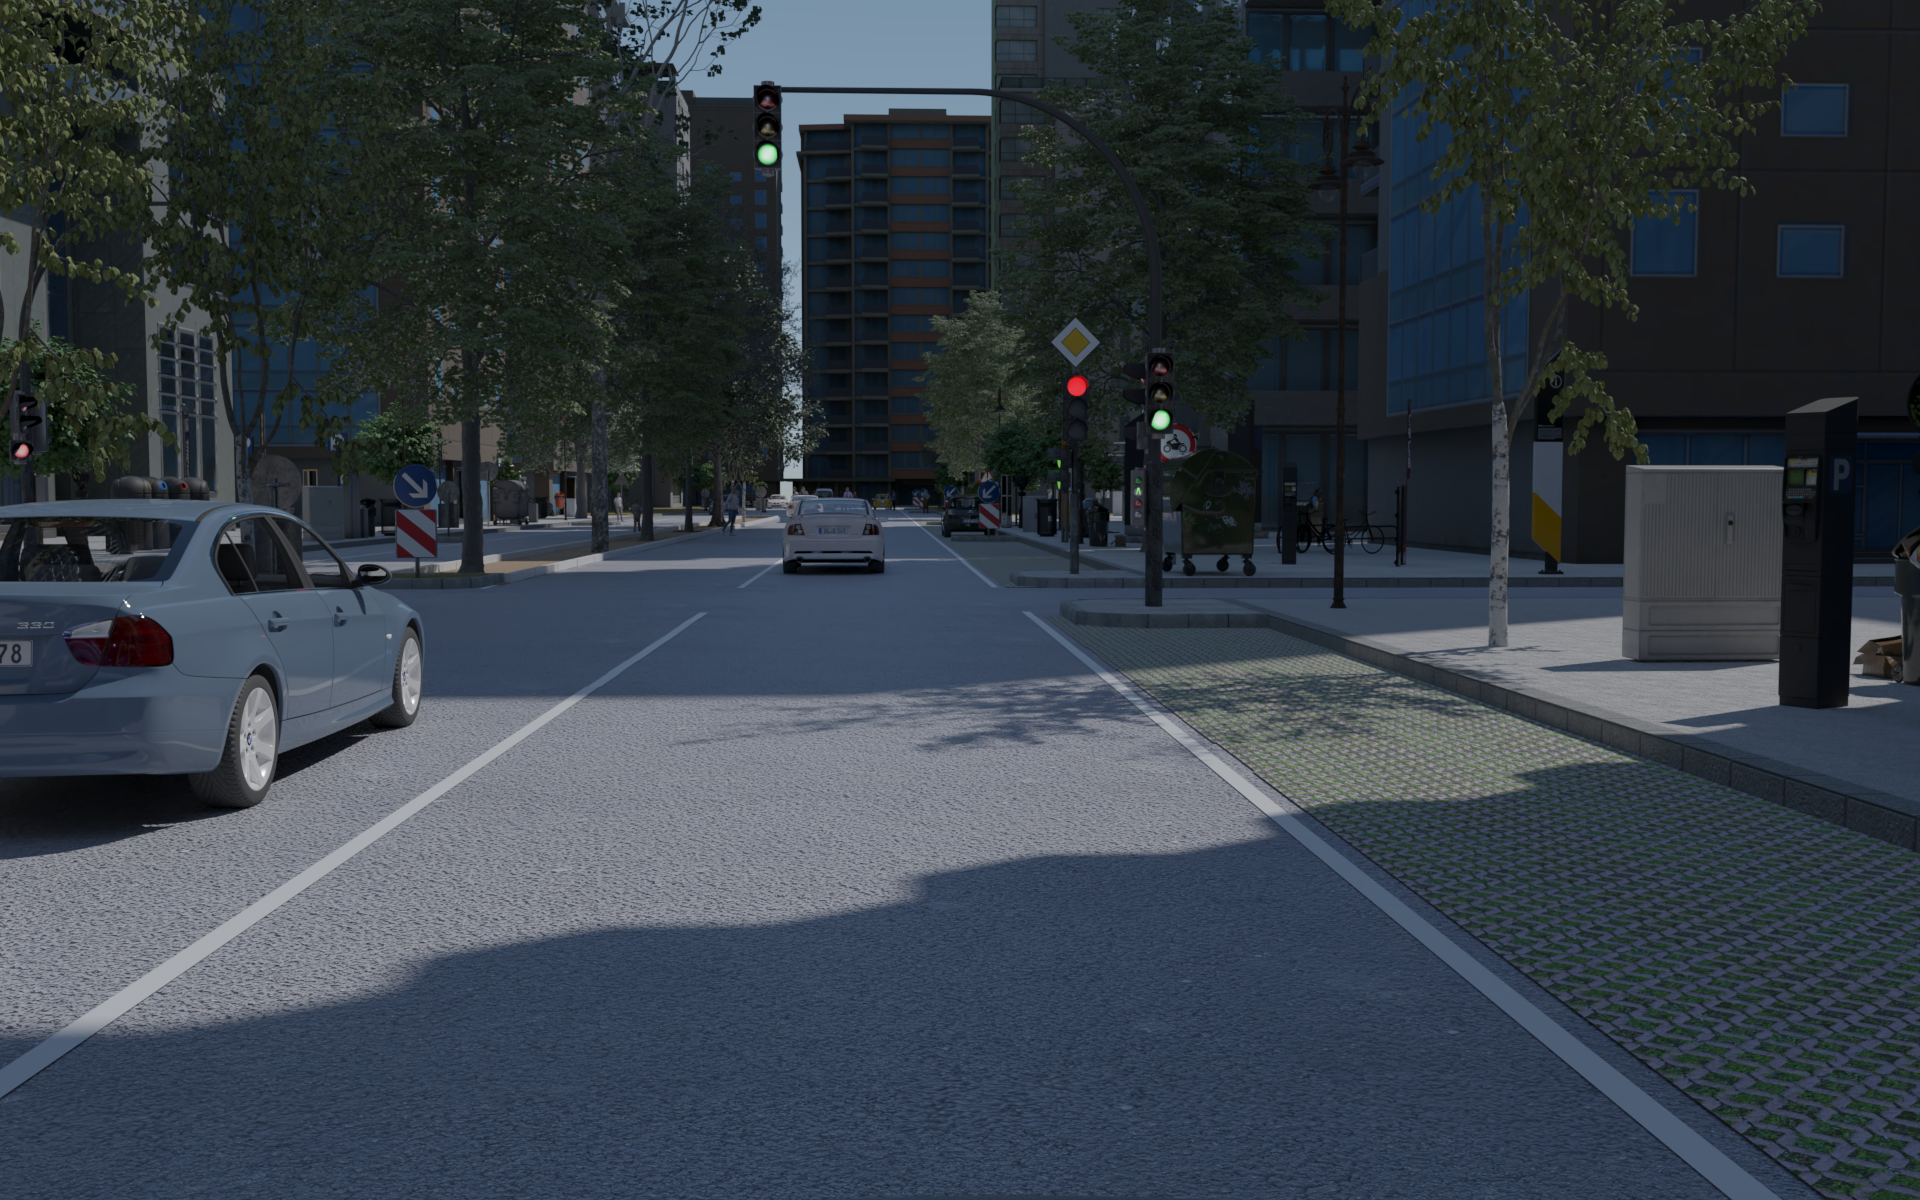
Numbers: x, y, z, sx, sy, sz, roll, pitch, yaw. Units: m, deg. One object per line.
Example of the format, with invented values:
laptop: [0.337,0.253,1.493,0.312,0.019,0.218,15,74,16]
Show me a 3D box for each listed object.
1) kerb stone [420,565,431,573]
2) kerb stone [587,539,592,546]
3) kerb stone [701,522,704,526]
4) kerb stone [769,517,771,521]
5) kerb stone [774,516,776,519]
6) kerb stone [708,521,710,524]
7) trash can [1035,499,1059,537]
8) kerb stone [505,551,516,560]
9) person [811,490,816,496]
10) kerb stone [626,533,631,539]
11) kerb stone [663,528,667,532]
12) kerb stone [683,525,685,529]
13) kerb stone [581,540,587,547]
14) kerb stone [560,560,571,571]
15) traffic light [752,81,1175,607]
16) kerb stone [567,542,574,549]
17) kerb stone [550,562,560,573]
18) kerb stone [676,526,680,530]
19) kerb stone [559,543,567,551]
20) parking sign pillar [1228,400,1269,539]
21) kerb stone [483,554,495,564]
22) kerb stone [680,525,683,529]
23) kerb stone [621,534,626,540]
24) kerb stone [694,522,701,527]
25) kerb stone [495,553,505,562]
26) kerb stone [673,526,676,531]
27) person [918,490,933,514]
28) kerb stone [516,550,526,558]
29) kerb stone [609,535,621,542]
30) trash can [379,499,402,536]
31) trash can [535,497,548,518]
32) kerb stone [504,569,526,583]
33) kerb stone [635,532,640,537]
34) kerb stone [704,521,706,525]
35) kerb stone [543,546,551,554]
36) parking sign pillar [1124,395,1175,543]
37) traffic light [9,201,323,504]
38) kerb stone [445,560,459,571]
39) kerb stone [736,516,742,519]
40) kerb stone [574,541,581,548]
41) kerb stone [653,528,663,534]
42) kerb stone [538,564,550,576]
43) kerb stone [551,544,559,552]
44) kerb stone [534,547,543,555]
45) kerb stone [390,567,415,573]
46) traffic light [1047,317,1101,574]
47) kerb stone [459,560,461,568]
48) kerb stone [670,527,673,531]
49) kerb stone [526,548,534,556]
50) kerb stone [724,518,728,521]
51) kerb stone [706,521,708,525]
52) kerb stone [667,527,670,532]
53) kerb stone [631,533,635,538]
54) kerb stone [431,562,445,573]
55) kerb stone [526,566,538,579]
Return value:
kerb stone: [-9.522,-0.500,30.373,0.120,0.150,1.000,0,4,-3]
kerb stone: [-10.320,-1.565,47.788,0.120,0.150,1.000,0,4,-3]
kerb stone: [-11.696,-3.382,77.486,0.120,0.150,1.000,0,4,-3]
kerb stone: [-10.260,-4.261,91.861,0.120,0.150,1.000,0,4,-3]
kerb stone: [-10.449,-4.511,95.953,0.120,0.150,1.000,0,4,-3]
kerb stone: [-11.831,-3.560,80.566,0.120,0.150,1.000,0,4,-3]
trash can: [2.624,-2.480,52.199,0.748,1.137,0.748,0,3,0]
kerb stone: [-9.849,-0.939,37.545,0.120,0.150,1.000,0,4,-3]
person: [-12.632,-8.662,150.134,1.348,1.824,0.705,2,4,34]
kerb stone: [-10.659,-2.001,54.947,0.120,0.150,1.000,0,4,-3]
kerb stone: [-11.077,-2.564,64.163,0.120,0.150,1.000,0,4,-3]
kerb stone: [-11.367,-2.936,70.323,0.120,0.150,1.000,0,4,-3]
kerb stone: [-10.285,-1.498,46.761,0.120,0.150,1.000,0,4,-3]
kerb stone: [-7.514,-0.628,32.529,0.120,0.150,1.000,0,4,-3]
traffic light: [0.099,-2.740,19.462,4.771,5.953,1.251,0,4,-3]
kerb stone: [-10.180,-1.373,44.701,0.120,0.150,1.000,0,4,-3]
kerb stone: [-7.471,-0.567,31.496,0.120,0.150,1.000,0,4,-3]
kerb stone: [-11.273,-2.818,68.269,0.120,0.150,1.000,0,4,-3]
kerb stone: [-10.135,-1.314,43.680,0.120,0.150,1.000,0,4,-3]
parking sign pillar: [8.266,-3.782,50.310,1.447,3.967,1.447,-1,4,-20]
kerb stone: [-9.759,-0.812,35.503,0.120,0.150,1.000,0,4,-3]
kerb stone: [-11.316,-2.880,69.291,0.120,0.150,1.000,0,4,-3]
kerb stone: [-10.608,-1.941,53.924,0.120,0.150,1.000,0,4,-3]
kerb stone: [-11.643,-3.319,76.463,0.120,0.150,1.000,0,4,-3]
kerb stone: [-9.809,-0.876,36.524,0.120,0.150,1.000,0,4,-3]
kerb stone: [-11.226,-2.756,67.248,0.120,0.150,1.000,0,4,-3]
person: [-2.516,-7.212,127.144,1.217,1.736,0.721,0,4,0]
kerb stone: [-9.893,-1.001,38.567,0.120,0.150,1.000,0,4,-3]
kerb stone: [-10.564,-1.875,52.901,0.120,0.150,1.000,0,4,-3]
trash can: [-17.419,-2.531,53.040,0.748,1.137,0.748,0,3,0]
trash can: [-22.057,-4.868,91.241,0.748,1.137,0.748,0,3,0]
kerb stone: [-7.324,-0.381,28.431,0.120,0.150,1.000,0,4,-3]
kerb stone: [-10.749,-2.126,56.989,0.120,0.150,1.000,0,4,-3]
kerb stone: [-11.744,-3.444,78.512,0.120,0.150,1.000,0,4,-3]
kerb stone: [-10.039,-1.189,41.632,0.120,0.150,1.000,0,4,-3]
parking sign pillar: [5.032,-3.506,45.803,1.447,3.967,1.447,1,4,17]
traffic light: [-12.391,-3.203,27.041,4.771,5.953,1.251,0,4,-3]
kerb stone: [-9.614,-0.626,32.423,0.120,0.150,1.000,0,4,-3]
kerb stone: [-12.739,-4.759,100.003,0.120,0.150,1.000,0,4,-3]
kerb stone: [-10.227,-1.439,45.728,0.120,0.150,1.000,0,4,-3]
kerb stone: [-11.029,-2.504,63.139,0.120,0.150,1.000,0,4,-3]
kerb stone: [-7.424,-0.505,30.473,0.120,0.150,1.000,0,4,-3]
kerb stone: [-10.088,-1.252,42.658,0.120,0.150,1.000,0,4,-3]
kerb stone: [-9.997,-1.126,40.608,0.120,0.150,1.000,0,4,-3]
kerb stone: [-9.480,-0.436,29.339,0.120,0.150,1.000,0,4,-3]
traffic light: [1.817,-2.370,27.676,0.839,4.253,0.868,0,4,-3]
kerb stone: [-9.659,-0.688,33.448,0.120,0.150,1.000,0,4,-3]
kerb stone: [-11.182,-2.693,66.219,0.120,0.150,1.000,0,4,-3]
kerb stone: [-9.946,-1.064,39.587,0.120,0.150,1.000,0,4,-3]
kerb stone: [-12.408,-4.320,92.834,0.120,0.150,1.000,0,4,-3]
kerb stone: [-11.789,-3.507,79.533,0.120,0.150,1.000,0,4,-3]
kerb stone: [-11.127,-2.629,65.186,0.120,0.150,1.000,0,4,-3]
kerb stone: [-10.703,-2.066,55.968,0.120,0.150,1.000,0,4,-3]
kerb stone: [-9.569,-0.563,31.402,0.120,0.150,1.000,0,4,-3]
kerb stone: [-7.384,-0.444,29.452,0.120,0.150,1.000,0,4,-3]
